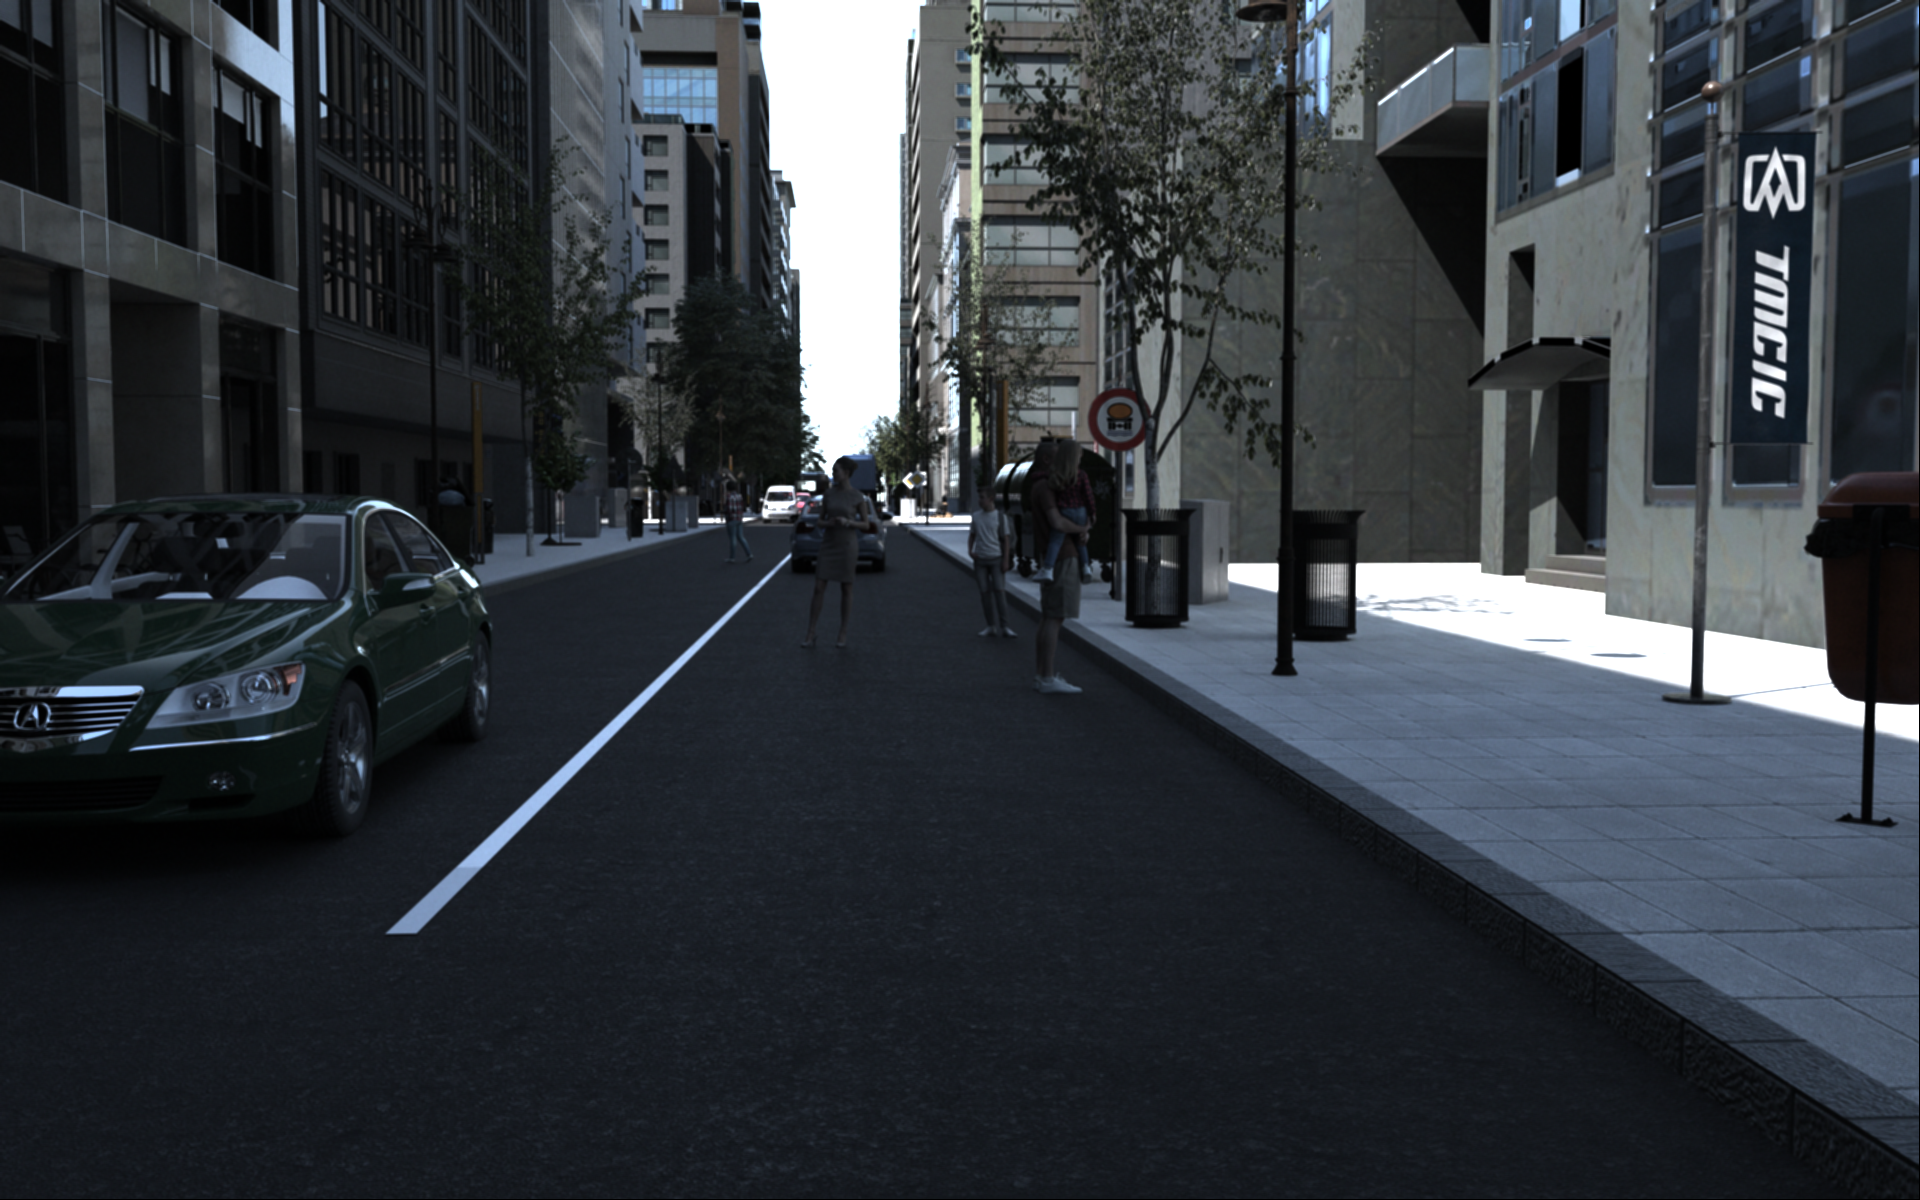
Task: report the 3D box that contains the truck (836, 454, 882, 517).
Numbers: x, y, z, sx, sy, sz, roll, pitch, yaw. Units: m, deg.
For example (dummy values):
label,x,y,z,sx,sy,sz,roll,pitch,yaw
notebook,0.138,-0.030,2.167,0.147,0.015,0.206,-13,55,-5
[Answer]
label,x,y,z,sx,sy,sz,roll,pitch,yaw
truck,-6.472,-7.437,111.349,2.967,4.110,18.799,0,4,-4

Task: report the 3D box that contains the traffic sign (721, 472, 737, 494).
label,x,y,z,sx,sy,sz,roll,pitch,yaw
traffic sign,-10.542,-4.605,78.935,0.795,2.450,0.064,0,4,-4

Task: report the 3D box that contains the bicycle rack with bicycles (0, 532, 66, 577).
label,x,y,z,sx,sy,sz,roll,pitch,yaw
bicycle rack with bicycles,-7.726,-0.201,16.670,2.925,0.926,2.852,2,4,31

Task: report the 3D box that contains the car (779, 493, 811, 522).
label,x,y,z,sx,sy,sz,roll,pitch,yaw
car,-8.466,-4.972,90.325,2.155,1.783,4.494,0,4,-2

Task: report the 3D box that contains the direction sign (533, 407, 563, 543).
label,x,y,z,sx,sy,sz,roll,pitch,yaw
direction sign,-10.778,-3.265,45.381,0.379,3.537,0.876,3,5,44

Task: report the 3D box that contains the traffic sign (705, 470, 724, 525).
label,x,y,z,sx,sy,sz,roll,pitch,yaw
traffic sign,-10.050,-4.118,70.965,0.795,2.450,0.064,0,4,-4

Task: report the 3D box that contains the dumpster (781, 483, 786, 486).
label,x,y,z,sx,sy,sz,roll,pitch,yaw
dumpster,-15.108,-8.737,145.339,1.502,2.255,1.985,0,4,-3

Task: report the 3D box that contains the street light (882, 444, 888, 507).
label,x,y,z,sx,sy,sz,roll,pitch,yaw
street light,-6.405,-11.062,153.653,0.468,5.910,1.993,0,4,-4

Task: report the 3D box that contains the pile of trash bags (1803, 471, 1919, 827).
label,x,y,z,sx,sy,sz,roll,pitch,yaw
pile of trash bags,4.735,0.233,5.948,3.447,1.369,1.912,3,5,42

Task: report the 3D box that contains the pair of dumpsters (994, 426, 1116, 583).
label,x,y,z,sx,sy,sz,roll,pitch,yaw
pair of dumpsters,1.482,-1.502,27.057,1.574,2.255,4.437,0,4,-4

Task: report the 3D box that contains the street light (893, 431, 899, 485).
label,x,y,z,sx,sy,sz,roll,pitch,yaw
street light,-4.606,-9.274,124.415,0.468,5.910,1.993,0,4,-4

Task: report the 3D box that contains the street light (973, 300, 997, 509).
label,x,y,z,sx,sy,sz,roll,pitch,yaw
street light,0.587,-4.195,41.371,0.468,5.910,1.993,0,4,-4

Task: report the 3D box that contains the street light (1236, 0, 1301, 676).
label,x,y,z,sx,sy,sz,roll,pitch,yaw
street light,2.307,-2.406,12.128,0.468,5.910,1.993,0,4,-4

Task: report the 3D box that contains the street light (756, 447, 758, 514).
label,x,y,z,sx,sy,sz,roll,pitch,yaw
street light,-12.867,-8.377,109.751,0.468,5.910,1.993,0,4,-4

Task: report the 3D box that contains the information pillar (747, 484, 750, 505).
label,x,y,z,sx,sy,sz,roll,pitch,yaw
information pillar,-17.507,-9.358,144.365,0.504,3.616,0.183,2,4,29

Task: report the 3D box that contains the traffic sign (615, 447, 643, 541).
label,x,y,z,sx,sy,sz,roll,pitch,yaw
traffic sign,-9.019,-2.880,47.195,0.768,2.556,0.104,0,4,1

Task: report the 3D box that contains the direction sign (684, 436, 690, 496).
label,x,y,z,sx,sy,sz,roll,pitch,yaw
direction sign,-10.626,-4.620,67.526,0.379,3.537,0.876,-1,4,-23

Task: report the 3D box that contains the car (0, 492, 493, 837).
label,x,y,z,sx,sy,sz,roll,pitch,yaw
car,-3.575,0.191,8.676,2.131,1.459,4.920,0,4,-5

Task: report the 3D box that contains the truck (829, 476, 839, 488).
label,x,y,z,sx,sy,sz,roll,pitch,yaw
truck,-19.835,-17.123,269.718,2.967,4.110,18.799,0,4,-4

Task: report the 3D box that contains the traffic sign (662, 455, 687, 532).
label,x,y,z,sx,sy,sz,roll,pitch,yaw
traffic sign,-9.616,-3.557,58.166,0.884,2.594,0.081,0,4,4

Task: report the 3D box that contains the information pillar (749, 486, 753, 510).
label,x,y,z,sx,sy,sz,roll,pitch,yaw
information pillar,-17.010,-8.372,141.370,0.304,2.012,0.304,0,4,0

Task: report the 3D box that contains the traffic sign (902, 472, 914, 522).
label,x,y,z,sx,sy,sz,roll,pitch,yaw
traffic sign,-2.262,-4.635,79.423,0.795,2.450,0.064,0,4,-4

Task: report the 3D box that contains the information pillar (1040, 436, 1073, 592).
label,x,y,z,sx,sy,sz,roll,pitch,yaw
information pillar,1.225,-1.072,22.019,0.304,2.012,0.304,-2,4,-33

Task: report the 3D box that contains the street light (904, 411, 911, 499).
label,x,y,z,sx,sy,sz,roll,pitch,yaw
street light,-2.855,-7.483,95.126,0.468,5.910,1.993,0,4,-4

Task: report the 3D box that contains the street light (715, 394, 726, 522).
label,x,y,z,sx,sy,sz,roll,pitch,yaw
street light,-11.012,-6.552,79.918,0.468,5.910,1.993,0,4,-4

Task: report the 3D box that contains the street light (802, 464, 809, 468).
label,x,y,z,sx,sy,sz,roll,pitch,yaw
street light,-19.344,-14.800,214.769,0.468,5.910,1.993,0,4,-4

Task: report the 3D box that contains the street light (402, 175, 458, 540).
label,x,y,z,sx,sy,sz,roll,pitch,yaw
street light,-7.775,-3.228,25.559,0.468,5.910,1.993,0,4,-4

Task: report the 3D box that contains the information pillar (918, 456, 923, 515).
label,x,y,z,sx,sy,sz,roll,pitch,yaw
information pillar,-2.385,-7.064,106.859,0.183,3.616,0.504,-2,4,-27

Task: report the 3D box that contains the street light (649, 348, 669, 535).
label,x,y,z,sx,sy,sz,roll,pitch,yaw
street light,-9.491,-5.016,54.802,0.468,5.910,1.993,0,4,-4

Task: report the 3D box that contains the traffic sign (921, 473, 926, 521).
label,x,y,z,sx,sy,sz,roll,pitch,yaw
traffic sign,-1.787,-4.821,80.949,0.606,2.300,0.079,0,4,0

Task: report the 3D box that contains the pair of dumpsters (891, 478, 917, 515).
label,x,y,z,sx,sy,sz,roll,pitch,yaw
pair of dumpsters,-3.348,-6.288,105.296,1.574,2.255,4.437,0,4,-4

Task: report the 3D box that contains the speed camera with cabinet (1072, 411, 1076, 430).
label,x,y,z,sx,sy,sz,roll,pitch,yaw
speed camera with cabinet,2.105,-2.862,41.133,2.038,3.252,0.660,-1,4,-14

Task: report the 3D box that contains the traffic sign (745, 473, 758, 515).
label,x,y,z,sx,sy,sz,roll,pitch,yaw
traffic sign,-12.834,-6.517,106.661,0.768,2.556,0.104,0,4,0

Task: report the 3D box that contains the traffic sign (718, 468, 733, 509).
label,x,y,z,sx,sy,sz,roll,pitch,yaw
traffic sign,-11.424,-5.147,84.261,0.768,2.556,0.104,0,4,-2

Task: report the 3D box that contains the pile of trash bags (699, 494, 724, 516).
label,x,y,z,sx,sy,sz,roll,pitch,yaw
pile of trash bags,-15.848,-5.566,100.753,3.447,1.369,1.912,2,4,29

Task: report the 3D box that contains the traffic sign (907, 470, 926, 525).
label,x,y,z,sx,sy,sz,roll,pitch,yaw
traffic sign,-1.771,-4.147,71.453,0.795,2.450,0.064,0,4,-4

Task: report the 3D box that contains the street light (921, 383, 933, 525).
label,x,y,z,sx,sy,sz,roll,pitch,yaw
street light,-1.348,-6.012,71.078,0.468,5.910,1.993,0,4,-4

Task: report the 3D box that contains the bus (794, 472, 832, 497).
label,x,y,z,sx,sy,sz,roll,pitch,yaw
bus,-12.005,-8.985,141.764,2.948,3.499,13.247,0,4,-5

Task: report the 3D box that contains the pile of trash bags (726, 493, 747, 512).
label,x,y,z,sx,sy,sz,roll,pitch,yaw
pile of trash bags,-15.953,-6.784,120.668,1.912,1.369,3.447,0,4,4

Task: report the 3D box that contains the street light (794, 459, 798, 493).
label,x,y,z,sx,sy,sz,roll,pitch,yaw
street light,-17.514,-12.982,185.046,0.468,5.910,1.993,0,4,-4

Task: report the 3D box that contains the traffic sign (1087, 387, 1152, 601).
label,x,y,z,sx,sy,sz,roll,pitch,yaw
traffic sign,1.903,-1.261,20.729,0.768,2.556,0.104,0,4,1

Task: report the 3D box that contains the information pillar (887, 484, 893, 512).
label,x,y,z,sx,sy,sz,roll,pitch,yaw
information pillar,-5.132,-7.513,127.322,0.304,2.012,0.304,-3,5,-41
